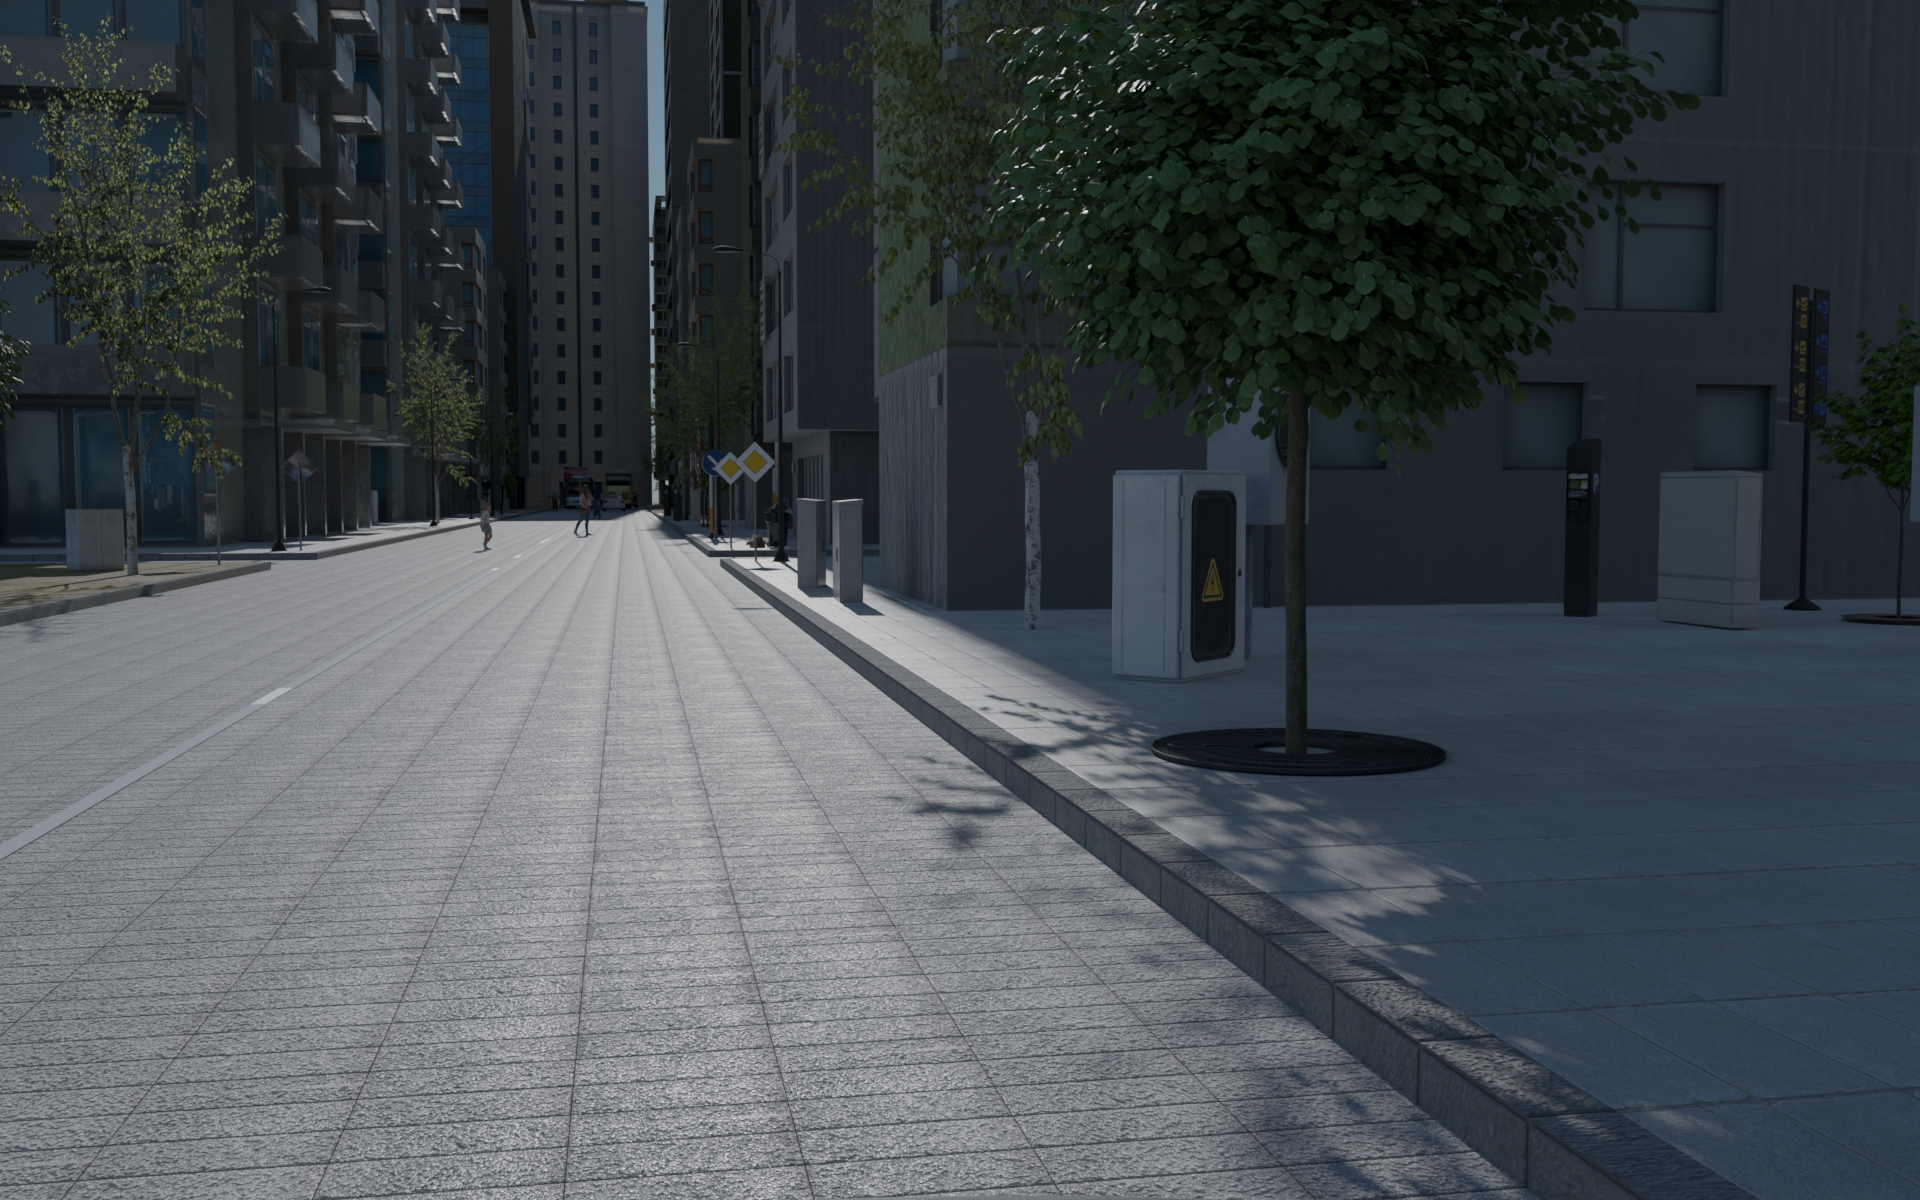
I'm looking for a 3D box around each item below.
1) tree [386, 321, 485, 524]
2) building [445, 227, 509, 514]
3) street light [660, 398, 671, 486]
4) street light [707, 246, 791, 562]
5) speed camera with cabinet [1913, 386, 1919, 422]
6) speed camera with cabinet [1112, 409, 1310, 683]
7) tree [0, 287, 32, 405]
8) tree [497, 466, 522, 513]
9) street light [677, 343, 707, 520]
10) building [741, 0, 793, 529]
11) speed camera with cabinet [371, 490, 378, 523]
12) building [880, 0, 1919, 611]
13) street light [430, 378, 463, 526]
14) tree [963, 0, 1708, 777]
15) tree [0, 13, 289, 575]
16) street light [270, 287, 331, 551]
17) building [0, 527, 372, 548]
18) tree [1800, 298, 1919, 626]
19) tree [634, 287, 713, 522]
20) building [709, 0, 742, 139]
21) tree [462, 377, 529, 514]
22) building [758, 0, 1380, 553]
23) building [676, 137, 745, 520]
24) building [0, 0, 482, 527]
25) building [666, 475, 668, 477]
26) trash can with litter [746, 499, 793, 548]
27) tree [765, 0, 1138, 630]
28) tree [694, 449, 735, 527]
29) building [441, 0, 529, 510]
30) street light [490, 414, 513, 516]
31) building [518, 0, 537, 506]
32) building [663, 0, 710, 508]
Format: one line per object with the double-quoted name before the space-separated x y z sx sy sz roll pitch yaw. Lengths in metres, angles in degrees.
"tree" -22.285 -7.543 73.689 4.360 8.622 3.978 0 3 0
"building" -47.652 -17.068 124.107 27.650 21.520 28.899 -1 4 -11
"street light" -13.833 -6.822 84.086 1.470 5.913 1.316 -1 4 -11
"street light" -3.931 -3.677 32.665 1.470 5.913 1.316 -1 4 -11
"speed camera with cabinet" 8.641 -1.178 13.598 2.038 3.252 0.660 2 4 29
"speed camera with cabinet" 1.868 -1.116 12.578 0.660 3.252 2.038 3 4 36
"tree" -13.208 -2.288 21.129 4.285 4.588 4.351 0 3 0
"tree" -31.579 -7.718 120.793 1.663 3.219 1.824 0 3 0
"street light" -7.976 -4.942 53.344 1.470 5.913 1.316 -1 4 -11
"building" -1.961 -18.282 70.608 14.160 30.474 14.107 -1 4 -11
"speed camera with cabinet" -26.601 -4.984 75.816 2.038 3.252 0.660 0 4 2
"building" 5.459 -20.927 25.756 14.154 41.232 14.086 -1 4 -11
"street light" -20.531 -5.914 69.232 1.470 5.913 1.316 -1 4 -11
"tree" 1.748 -1.511 8.423 4.285 4.588 4.351 0 3 0
"tree" -12.959 -4.690 27.052 4.360 8.622 3.978 0 3 0
"street light" -14.796 -4.058 38.894 1.470 5.913 1.316 -1 4 -11
"building" -29.965 -26.380 50.916 23.786 49.044 30.456 -1 4 -11
"tree" 9.300 -1.391 17.348 1.663 3.219 1.824 0 3 0
"tree" -7.950 -6.687 59.694 4.737 8.622 4.395 0 3 0
"building" -9.824 -42.135 127.164 20.563 71.187 20.611 -1 4 -11
"tree" -29.755 -9.765 110.015 4.737 8.622 4.395 0 3 0
"building" 1.961 -22.233 47.101 14.086 41.232 14.154 -1 4 -11
"building" -2.037 -15.646 100.854 27.650 21.520 28.899 -1 4 -11
"building" -37.755 -28.679 88.508 23.786 49.044 30.456 -1 4 -11
"building" -17.621 -33.954 174.755 23.786 49.044 30.456 -1 4 -11
"trash can with litter" -4.572 -1.846 41.577 1.055 1.170 0.624 -2 4 -32
"tree" 0.477 -4.018 16.057 4.737 8.622 4.395 0 3 0
"tree" -9.686 -4.457 67.478 1.663 3.219 1.824 0 3 0
"building" -44.141 -30.337 146.121 14.600 45.320 14.200 -1 4 -11
"street light" -26.450 -7.791 99.923 1.470 5.913 1.316 -1 4 -11
"building" -55.848 -35.469 169.152 27.495 52.752 28.713 -1 4 -11
"building" -14.282 -32.124 148.937 21.300 48.544 21.600 -1 4 -11
